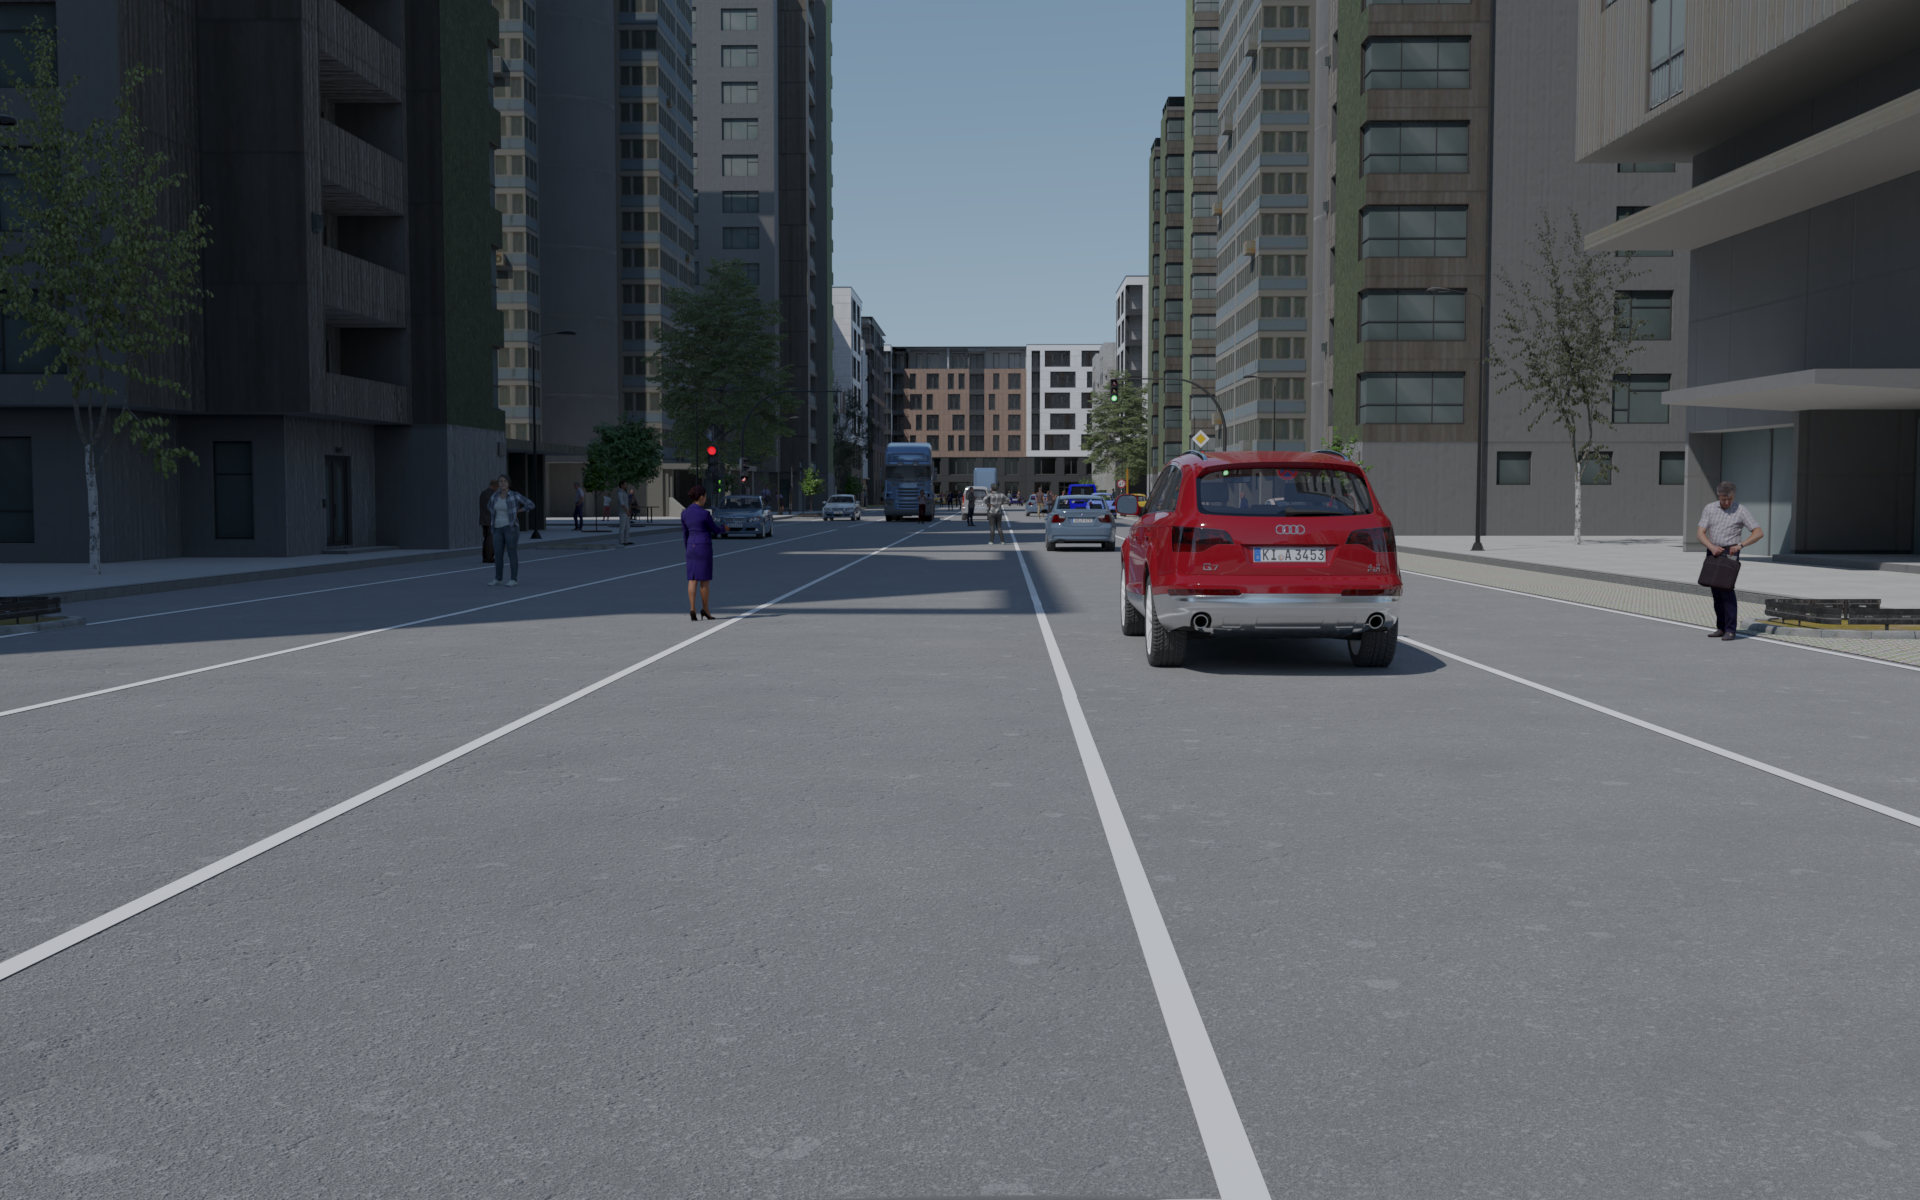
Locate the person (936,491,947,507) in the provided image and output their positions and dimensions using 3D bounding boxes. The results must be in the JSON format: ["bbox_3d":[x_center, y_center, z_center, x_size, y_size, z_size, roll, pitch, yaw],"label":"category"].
[{"bbox_3d":[-2.056,-11.064,190.110,1.217,1.743,0.721,1,4,15],"label":"person"}]

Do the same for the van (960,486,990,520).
[{"bbox_3d":[0.985,-5.444,96.022,2.013,2.044,4.112,0,4,3],"label":"van"}]

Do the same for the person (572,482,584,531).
[{"bbox_3d":[-13.410,-3.285,60.692,0.436,1.711,0.756,-1,4,-15],"label":"person"}]

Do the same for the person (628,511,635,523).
[{"bbox_3d":[-14.630,-3.754,75.701,0.859,0.850,0.655,1,4,14],"label":"person"}]

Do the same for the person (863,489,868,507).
[{"bbox_3d":[-9.587,-10.341,175.209,0.705,1.814,1.350,1,4,10],"label":"person"}]

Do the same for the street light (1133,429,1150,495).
[{"bbox_3d":[12.939,-9.205,123.040,1.470,5.913,1.316,0,4,1],"label":"street light"}]

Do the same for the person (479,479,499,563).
[{"bbox_3d":[-9.721,-1.644,36.066,0.565,1.739,0.600,1,4,16],"label":"person"}]

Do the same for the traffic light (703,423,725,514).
[{"bbox_3d":[-9.690,-4.845,68.137,0.839,4.253,0.868,0,4,1],"label":"traffic light"}]

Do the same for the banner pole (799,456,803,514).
[{"bbox_3d":[-10.431,-7.585,114.036,0.401,3.779,0.863,-2,4,-25],"label":"banner pole"}]

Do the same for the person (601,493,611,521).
[{"bbox_3d":[-16.880,-4.446,82.638,0.435,1.345,0.340,-2,4,-32],"label":"person"}]

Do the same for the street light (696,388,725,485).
[{"bbox_3d":[-11.033,-6.342,76.225,1.470,5.913,1.316,0,4,1],"label":"street light"}]

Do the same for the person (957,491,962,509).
[{"bbox_3d":[-0.073,-9.342,161.697,0.568,1.767,0.683,-2,4,-28],"label":"person"}]

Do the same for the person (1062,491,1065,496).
[{"bbox_3d":[10.623,-10.402,179.300,0.721,1.743,1.217,2,4,26],"label":"person"}]

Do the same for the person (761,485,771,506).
[{"bbox_3d":[-12.229,-6.313,109.123,0.709,1.838,0.599,-1,4,-11],"label":"person"}]

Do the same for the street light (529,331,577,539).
[{"bbox_3d":[-11.583,-4.697,49.332,1.470,5.913,1.316,0,4,1],"label":"street light"}]

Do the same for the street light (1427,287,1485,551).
[{"bbox_3d":[11.175,-4.067,39.039,1.470,5.913,1.316,0,4,1],"label":"street light"}]

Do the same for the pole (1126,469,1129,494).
[{"bbox_3d":[13.618,-8.996,140.920,0.158,3.312,0.155,0,3,0],"label":"pole"}]

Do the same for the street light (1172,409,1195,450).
[{"bbox_3d":[12.283,-7.483,94.893,1.470,5.913,1.316,0,4,1],"label":"street light"}]

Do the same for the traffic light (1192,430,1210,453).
[{"bbox_3d":[10.481,-5.308,75.699,0.839,4.253,0.868,0,4,1],"label":"traffic light"}]

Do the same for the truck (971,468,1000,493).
[{"bbox_3d":[2.499,-11.177,172.499,2.967,4.110,18.799,0,4,1],"label":"truck"}]

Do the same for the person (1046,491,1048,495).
[{"bbox_3d":[11.303,-13.079,222.354,1.348,1.823,0.705,2,4,25],"label":"person"}]

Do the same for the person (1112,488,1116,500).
[{"bbox_3d":[14.177,-9.433,160.360,0.705,1.814,1.350,-1,4,-12],"label":"person"}]

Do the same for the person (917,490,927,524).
[{"bbox_3d":[-1.813,-4.504,83.594,0.517,1.644,0.566,2,4,24],"label":"person"}]

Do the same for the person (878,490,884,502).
[{"bbox_3d":[-9.199,-12.085,204.413,1.217,1.735,0.721,0,4,1],"label":"person"}]

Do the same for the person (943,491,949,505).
[{"bbox_3d":[-1.642,-12.854,218.757,1.348,1.812,0.705,0,4,-4],"label":"person"}]

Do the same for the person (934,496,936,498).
[{"bbox_3d":[-3.427,-12.468,213.060,0.721,1.735,1.217,3,5,44],"label":"person"}]

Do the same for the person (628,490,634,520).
[{"bbox_3d":[-16.507,-4.787,87.010,0.600,1.496,0.574,3,5,44],"label":"person"}]

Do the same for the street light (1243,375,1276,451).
[{"bbox_3d":[11.730,-5.818,67.672,1.470,5.913,1.316,0,4,1],"label":"street light"}]

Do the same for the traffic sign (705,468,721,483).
[{"bbox_3d":[-11.175,-4.785,78.341,0.768,2.556,0.104,0,4,6],"label":"traffic sign"}]

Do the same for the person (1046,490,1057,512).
[{"bbox_3d":[5.104,-5.296,96.552,0.593,1.643,0.415,-2,4,-25],"label":"person"}]

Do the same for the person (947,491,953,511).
[{"bbox_3d":[-0.859,-8.555,149.079,0.576,1.737,0.504,0,4,6],"label":"person"}]

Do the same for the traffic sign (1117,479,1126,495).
[{"bbox_3d":[13.768,-9.027,147.699,0.768,2.556,0.104,1,4,10],"label":"traffic sign"}]

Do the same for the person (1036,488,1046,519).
[{"bbox_3d":[4.708,-5.628,100.640,0.598,1.807,0.434,3,5,41],"label":"person"}]

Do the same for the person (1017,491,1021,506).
[{"bbox_3d":[6.961,-11.866,203.038,0.617,1.759,0.750,-1,4,-20],"label":"person"}]

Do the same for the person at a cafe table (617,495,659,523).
[{"bbox_3d":[-14.554,-4.098,77.867,1.698,1.238,1.726,-2,4,-23],"label":"person at a cafe table"}]

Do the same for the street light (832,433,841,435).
[{"bbox_3d":[-9.795,-9.779,132.420,1.470,5.913,1.316,0,4,1],"label":"street light"}]

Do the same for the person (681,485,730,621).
[{"bbox_3d":[-2.913,-0.540,19.691,0.453,1.535,0.546,1,4,9],"label":"person"}]

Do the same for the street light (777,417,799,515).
[{"bbox_3d":[-10.350,-8.046,104.089,1.470,5.913,1.316,0,4,1],"label":"street light"}]

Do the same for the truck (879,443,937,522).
[{"bbox_3d":[-2.694,-6.544,96.759,2.967,4.110,18.799,0,4,0],"label":"truck"}]

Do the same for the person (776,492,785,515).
[{"bbox_3d":[-10.966,-5.882,105.450,0.421,1.427,0.697,-3,5,-43],"label":"person"}]

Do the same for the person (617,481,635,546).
[{"bbox_3d":[-9.298,-2.417,48.166,0.789,1.805,0.875,0,4,3],"label":"person"}]

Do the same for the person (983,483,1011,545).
[{"bbox_3d":[0.995,-2.415,48.701,0.841,1.734,0.376,-1,4,-17],"label":"person"}]

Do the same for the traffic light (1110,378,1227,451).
[{"bbox_3d":[8.213,-5.685,67.620,4.771,5.953,1.251,0,4,1],"label":"traffic light"}]

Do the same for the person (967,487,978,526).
[{"bbox_3d":[0.632,-4.153,76.931,0.750,1.759,0.617,3,4,38],"label":"person"}]

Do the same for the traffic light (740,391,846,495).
[{"bbox_3d":[-7.422,-6.204,76.109,4.771,5.953,1.251,0,4,1],"label":"traffic light"}]

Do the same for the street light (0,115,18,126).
[{"bbox_3d":[-12.241,-2.987,21.374,1.470,5.913,1.316,0,4,1],"label":"street light"}]

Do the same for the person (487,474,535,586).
[{"bbox_3d":[-7.061,-1.085,26.968,0.841,1.734,0.376,2,4,23],"label":"person"}]

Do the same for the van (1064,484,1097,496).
[{"bbox_3d":[7.758,-6.476,110.272,2.240,2.365,5.245,0,4,3],"label":"van"}]

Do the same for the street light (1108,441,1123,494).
[{"bbox_3d":[13.575,-10.902,150.796,1.470,5.913,1.316,0,4,1],"label":"street light"}]

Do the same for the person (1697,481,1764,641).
[{"bbox_3d":[7.582,-0.389,17.078,0.614,1.554,0.590,3,5,43],"label":"person"}]
